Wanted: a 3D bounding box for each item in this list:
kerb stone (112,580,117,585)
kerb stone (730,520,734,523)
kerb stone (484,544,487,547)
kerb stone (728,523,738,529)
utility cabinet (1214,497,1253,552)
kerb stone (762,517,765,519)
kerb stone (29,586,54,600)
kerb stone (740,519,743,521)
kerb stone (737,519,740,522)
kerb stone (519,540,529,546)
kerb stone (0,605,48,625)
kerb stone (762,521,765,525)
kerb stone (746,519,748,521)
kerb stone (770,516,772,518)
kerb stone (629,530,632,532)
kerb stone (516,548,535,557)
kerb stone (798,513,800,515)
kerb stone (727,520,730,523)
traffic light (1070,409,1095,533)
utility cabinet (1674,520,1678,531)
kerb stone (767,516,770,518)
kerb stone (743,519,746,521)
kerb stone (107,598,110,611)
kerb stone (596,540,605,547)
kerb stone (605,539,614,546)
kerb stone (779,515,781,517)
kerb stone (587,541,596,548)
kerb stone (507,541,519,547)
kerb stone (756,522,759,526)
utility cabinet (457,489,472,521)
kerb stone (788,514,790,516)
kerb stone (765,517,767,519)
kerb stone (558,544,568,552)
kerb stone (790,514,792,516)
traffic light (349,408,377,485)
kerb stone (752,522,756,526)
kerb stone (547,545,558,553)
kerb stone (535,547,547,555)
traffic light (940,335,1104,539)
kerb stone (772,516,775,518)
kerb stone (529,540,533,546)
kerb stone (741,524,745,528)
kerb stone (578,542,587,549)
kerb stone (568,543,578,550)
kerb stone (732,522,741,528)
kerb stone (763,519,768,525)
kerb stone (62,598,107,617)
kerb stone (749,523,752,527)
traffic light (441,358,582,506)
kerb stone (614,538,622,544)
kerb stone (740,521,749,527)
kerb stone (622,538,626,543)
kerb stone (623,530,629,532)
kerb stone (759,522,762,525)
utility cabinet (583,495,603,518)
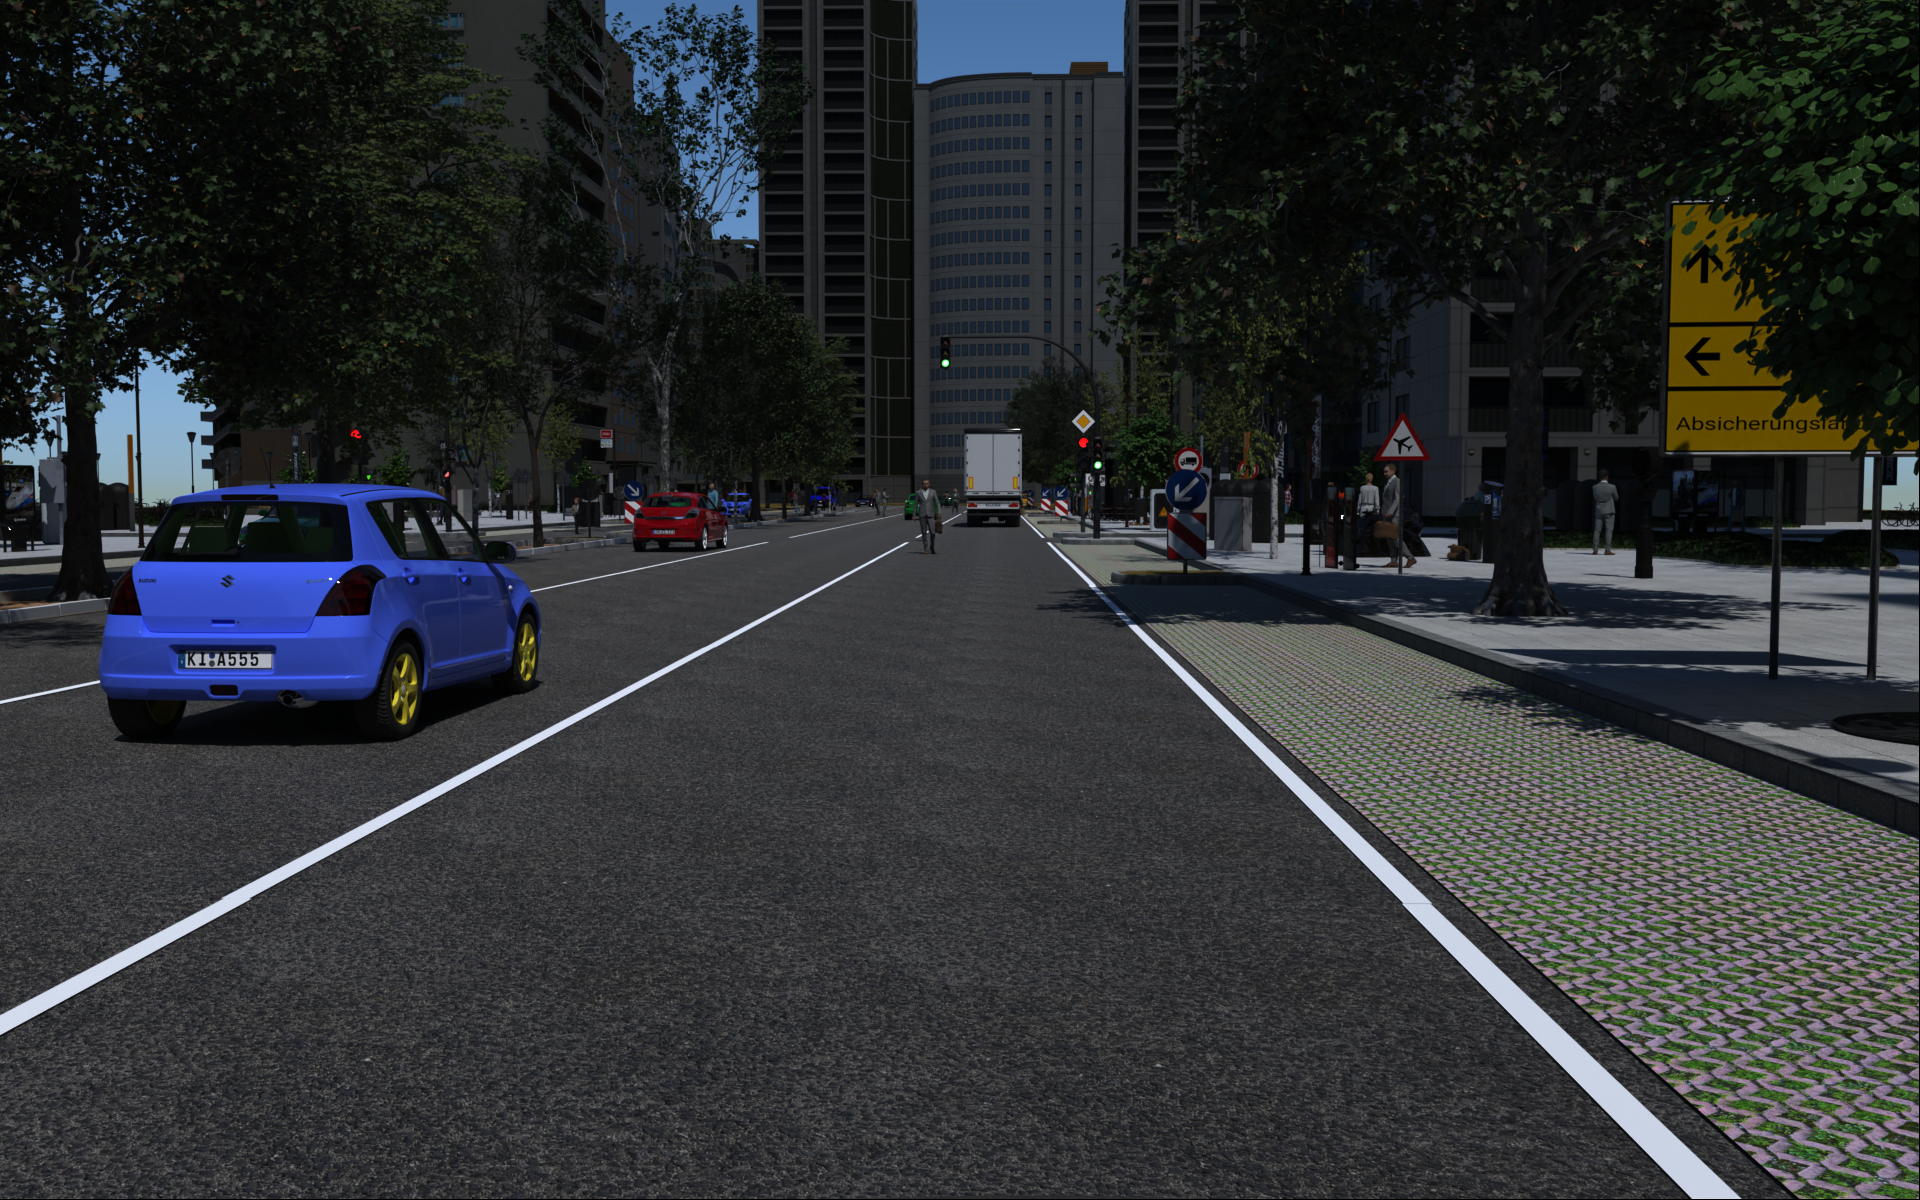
[{"bbox_3d":[-12.523,-0.223,25.835,0.120,0.150,1.000,0,4,1],"label":"kerb stone"},{"bbox_3d":[-11.215,-3.822,84.827,0.120,0.150,1.000,0,4,1],"label":"kerb stone"},{"bbox_3d":[-12.111,-1.351,44.281,0.120,0.150,1.000,0,4,1],"label":"kerb stone"},{"bbox_3d":[-9.403,-3.009,71.446,0.120,0.150,1.000,0,4,1],"label":"kerb stone"},{"bbox_3d":[6.170,-1.709,39.111,0.306,1.237,1.020,-2,4,-30],"label":"utility cabinet"},{"bbox_3d":[-10.985,-4.457,95.098,0.120,0.150,1.000,0,4,1],"label":"kerb stone"},{"bbox_3d":[-12.567,-0.096,23.773,0.120,0.150,1.000,0,4,1],"label":"kerb stone"},{"bbox_3d":[-11.166,-3.956,86.878,0.120,0.150,1.000,0,4,1],"label":"kerb stone"},{"bbox_3d":[-11.184,-3.894,85.856,0.120,0.150,1.000,0,4,1],"label":"kerb stone"},{"bbox_3d":[-12.049,-1.539,47.355,0.120,0.150,1.000,0,4,1],"label":"kerb stone"},{"bbox_3d":[-10.564,0.162,19.680,0.120,0.150,1.000,0,4,1],"label":"kerb stone"},{"bbox_3d":[-9.222,-3.510,79.650,0.120,0.150,1.000,0,4,1],"label":"kerb stone"},{"bbox_3d":[-11.117,-4.082,88.934,0.120,0.150,1.000,0,4,1],"label":"kerb stone"},{"bbox_3d":[-10.913,-4.646,98.165,0.120,0.150,1.000,0,4,1],"label":"kerb stone"},{"bbox_3d":[-11.738,-2.388,61.239,0.120,0.150,1.000,0,4,1],"label":"kerb stone"},{"bbox_3d":[-10.109,-1.095,40.186,0.120,0.150,1.000,0,4,1],"label":"kerb stone"},{"bbox_3d":[-10.611,-5.459,111.502,0.120,0.150,1.000,0,4,1],"label":"kerb stone"},{"bbox_3d":[-11.255,-3.706,82.782,0.120,0.150,1.000,0,4,1],"label":"kerb stone"},{"bbox_3d":[4.082,-4.205,57.665,0.839,4.253,0.868,0,4,1],"label":"traffic light"},{"bbox_3d":[23.874,-2.833,57.474,0.306,1.237,1.020,2,4,26],"label":"utility cabinet"},{"bbox_3d":[-10.928,-4.584,97.142,0.120,0.150,1.000,0,4,1],"label":"kerb stone"},{"bbox_3d":[-11.136,-4.019,87.912,0.120,0.150,1.000,0,4,1],"label":"kerb stone"},{"bbox_3d":[-10.519,0.036,21.724,0.120,0.150,1.000,0,4,1],"label":"kerb stone"},{"bbox_3d":[-9.954,-1.539,47.361,0.120,0.150,1.000,0,4,1],"label":"kerb stone"},{"bbox_3d":[-9.922,-1.601,48.382,0.120,0.150,1.000,0,4,1],"label":"kerb stone"},{"bbox_3d":[-10.821,-4.897,102.270,0.120,0.150,1.000,0,4,1],"label":"kerb stone"},{"bbox_3d":[-9.970,-1.477,46.339,0.120,0.150,1.000,0,4,1],"label":"kerb stone"},{"bbox_3d":[-12.068,-1.469,46.325,0.120,0.150,1.000,0,4,1],"label":"kerb stone"},{"bbox_3d":[-9.263,-3.385,77.602,0.120,0.150,1.000,0,4,1],"label":"kerb stone"},{"bbox_3d":[-23.210,-4.432,81.144,0.318,1.500,1.173,0,4,3],"label":"utility cabinet"},{"bbox_3d":[-10.728,-5.148,106.371,0.120,0.150,1.000,0,4,1],"label":"kerb stone"},{"bbox_3d":[-10.965,-4.521,96.120,0.120,0.150,1.000,0,4,1],"label":"kerb stone"},{"bbox_3d":[-10.037,-1.284,43.256,0.120,0.150,1.000,0,4,1],"label":"kerb stone"},{"bbox_3d":[-10.699,-5.211,107.400,0.120,0.150,1.000,0,4,1],"label":"kerb stone"},{"bbox_3d":[-17.352,-3.744,50.139,0.839,4.253,0.868,0,4,1],"label":"traffic light"},{"bbox_3d":[-9.283,-3.316,76.580,0.120,0.150,1.000,0,4,1],"label":"kerb stone"},{"bbox_3d":[-10.057,-1.225,42.234,0.120,0.150,1.000,0,4,1],"label":"kerb stone"},{"bbox_3d":[-10.077,-1.161,41.212,0.120,0.150,1.000,0,4,1],"label":"kerb stone"},{"bbox_3d":[1.811,-4.582,49.587,4.771,5.953,1.251,0,4,1],"label":"traffic light"},{"bbox_3d":[-10.889,-4.709,99.187,0.120,0.150,1.000,0,4,1],"label":"kerb stone"},{"bbox_3d":[-12.023,-1.601,48.376,0.120,0.150,1.000,0,4,1],"label":"kerb stone"},{"bbox_3d":[-9.361,-3.138,73.494,0.120,0.150,1.000,0,4,1],"label":"kerb stone"},{"bbox_3d":[-9.996,-1.414,45.310,0.120,0.150,1.000,0,4,1],"label":"kerb stone"},{"bbox_3d":[-10.012,-1.351,44.279,0.120,0.150,1.000,0,4,1],"label":"kerb stone"},{"bbox_3d":[-9.383,-3.075,72.472,0.120,0.150,1.000,0,4,1],"label":"kerb stone"},{"bbox_3d":[-9.205,-3.576,80.672,0.120,0.150,1.000,0,4,1],"label":"kerb stone"},{"bbox_3d":[-10.543,0.091,20.702,0.120,0.150,1.000,0,4,1],"label":"kerb stone"},{"bbox_3d":[-9.321,-3.263,75.550,0.120,0.150,1.000,0,4,1],"label":"kerb stone"},{"bbox_3d":[-15.081,-5.104,58.110,4.771,5.953,1.251,0,4,1],"label":"traffic light"},{"bbox_3d":[-9.893,-1.664,49.404,0.120,0.150,1.000,0,4,1],"label":"kerb stone"},{"bbox_3d":[-9.339,-3.201,74.528,0.120,0.150,1.000,0,4,1],"label":"kerb stone"},{"bbox_3d":[-9.878,-1.727,50.426,0.120,0.150,1.000,0,4,1],"label":"kerb stone"},{"bbox_3d":[-11.754,-2.325,60.212,0.120,0.150,1.000,0,4,1],"label":"kerb stone"},{"bbox_3d":[-9.245,-3.451,78.625,0.120,0.150,1.000,0,4,1],"label":"kerb stone"},{"bbox_3d":[-19.477,-4.933,91.811,1.020,1.237,0.306,1,4,17],"label":"utility cabinet"}]
